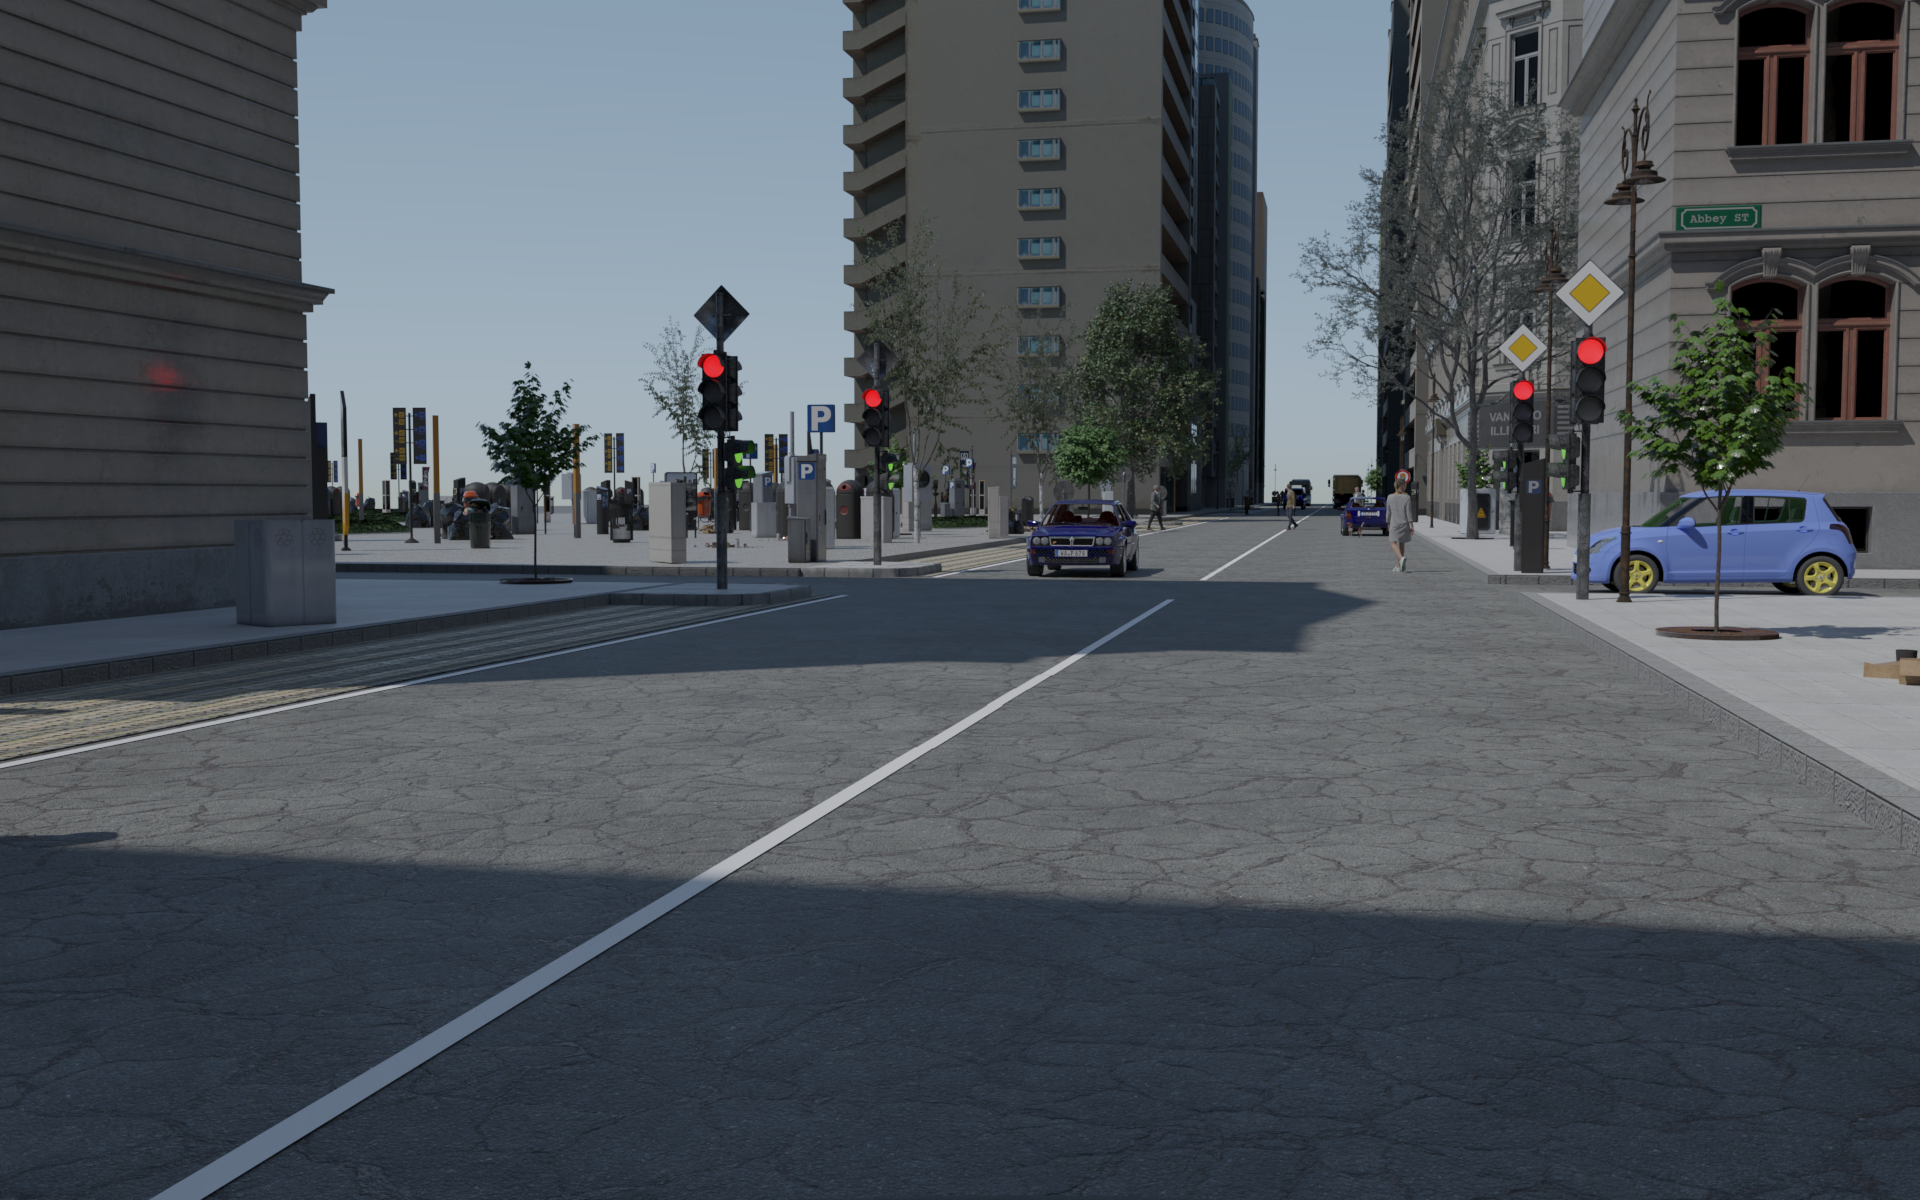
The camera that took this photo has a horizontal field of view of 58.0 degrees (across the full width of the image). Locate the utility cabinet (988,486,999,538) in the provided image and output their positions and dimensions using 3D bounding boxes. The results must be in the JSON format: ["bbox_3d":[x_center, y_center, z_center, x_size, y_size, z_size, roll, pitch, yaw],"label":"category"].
[{"bbox_3d":[0.965,-2.553,50.417,0.318,1.500,1.173,0,4,-1],"label":"utility cabinet"}]

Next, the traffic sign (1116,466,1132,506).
[{"bbox_3d":[7.505,-4.852,79.442,0.768,2.556,0.104,1,4,19],"label":"traffic sign"}]

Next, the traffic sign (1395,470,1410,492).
[{"bbox_3d":[23.080,-5.517,90.306,0.768,2.556,0.104,1,4,22],"label":"traffic sign"}]

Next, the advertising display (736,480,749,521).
[{"bbox_3d":[-10.367,-4.680,81.727,0.974,1.923,0.123,-3,5,-44],"label":"advertising display"}]

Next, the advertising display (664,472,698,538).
[{"bbox_3d":[-8.113,-2.763,50.387,0.974,1.923,0.123,-2,4,-27],"label":"advertising display"}]

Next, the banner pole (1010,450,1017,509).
[{"bbox_3d":[3.010,-6.623,98.297,0.401,3.779,0.863,-2,4,-28],"label":"banner pole"}]

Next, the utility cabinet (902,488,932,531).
[{"bbox_3d":[-1.450,-3.078,59.007,0.318,1.500,1.173,3,5,41],"label":"utility cabinet"}]

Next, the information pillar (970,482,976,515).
[{"bbox_3d":[0.754,-5.999,102.576,0.304,2.012,0.304,2,4,33],"label":"information pillar"}]

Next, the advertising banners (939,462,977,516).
[{"bbox_3d":[-0.112,-6.094,95.828,2.074,3.025,0.090,0,4,-7],"label":"advertising banners"}]

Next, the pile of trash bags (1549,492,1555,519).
[{"bbox_3d":[17.911,-2.430,49.478,1.912,1.369,3.447,-3,5,-42],"label":"pile of trash bags"}]

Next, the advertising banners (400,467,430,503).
[{"bbox_3d":[-34.654,-6.964,110.050,2.074,3.025,0.090,-3,4,-39],"label":"advertising banners"}]

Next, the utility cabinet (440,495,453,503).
[{"bbox_3d":[-22.690,-4.007,76.676,1.020,1.237,0.306,2,4,29],"label":"utility cabinet"}]

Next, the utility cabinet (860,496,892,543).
[{"bbox_3d":[-2.202,-2.113,45.704,0.306,1.237,1.020,-3,5,-40],"label":"utility cabinet"}]

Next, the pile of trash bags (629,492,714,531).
[{"bbox_3d":[-10.123,-3.175,61.659,1.912,1.369,3.447,2,4,35],"label":"pile of trash bags"}]

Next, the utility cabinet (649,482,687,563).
[{"bbox_3d":[-5.441,-1.443,32.268,0.318,1.500,1.173,-2,4,-30],"label":"utility cabinet"}]

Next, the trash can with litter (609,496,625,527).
[{"bbox_3d":[-13.688,-3.467,67.737,1.678,1.210,2.233,0,4,5],"label":"trash can with litter"}]

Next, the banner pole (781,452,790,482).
[{"bbox_3d":[-10.373,-6.951,103.658,0.863,3.779,0.401,1,4,17],"label":"banner pole"}]

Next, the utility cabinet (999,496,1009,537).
[{"bbox_3d":[1.189,-2.513,52.245,0.306,1.237,1.020,-1,4,-16],"label":"utility cabinet"}]

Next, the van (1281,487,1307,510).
[{"bbox_3d":[30.956,-9.530,160.203,2.240,2.365,5.245,1,4,14],"label":"van"}]

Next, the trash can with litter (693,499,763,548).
[{"bbox_3d":[-5.634,-1.898,42.086,1.678,1.210,2.233,0,4,-7],"label":"trash can with litter"}]

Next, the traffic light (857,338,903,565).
[{"bbox_3d":[-1.470,-2.580,31.110,0.839,4.253,0.868,1,4,12],"label":"traffic light"}]

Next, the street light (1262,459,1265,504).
[{"bbox_3d":[39.227,-15.350,223.765,0.468,5.910,1.993,1,4,12],"label":"street light"}]

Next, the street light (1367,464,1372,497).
[{"bbox_3d":[60.599,-17.397,257.225,0.468,5.910,1.993,1,4,12],"label":"street light"}]

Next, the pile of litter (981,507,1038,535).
[{"bbox_3d":[1.362,-2.532,55.357,1.719,0.858,1.176,-2,4,-32],"label":"pile of litter"}]

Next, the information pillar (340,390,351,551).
[{"bbox_3d":[-13.870,-2.917,39.044,0.183,3.616,0.504,-2,4,-26],"label":"information pillar"}]

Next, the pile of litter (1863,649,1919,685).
[{"bbox_3d":[6.869,0.144,11.613,1.176,0.858,1.719,0,4,-2],"label":"pile of litter"}]

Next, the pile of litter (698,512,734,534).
[{"bbox_3d":[-7.996,-2.593,56.354,1.176,0.858,1.719,2,4,30],"label":"pile of litter"}]

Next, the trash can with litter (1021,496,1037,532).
[{"bbox_3d":[1.945,-2.932,58.993,2.233,1.210,1.678,-3,5,-41],"label":"trash can with litter"}]

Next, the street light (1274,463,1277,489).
[{"bbox_3d":[47.295,-17.554,259.792,0.468,5.910,1.993,1,4,12],"label":"street light"}]

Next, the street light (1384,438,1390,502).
[{"bbox_3d":[34.500,-10.233,140.094,0.468,5.910,1.993,1,4,12],"label":"street light"}]

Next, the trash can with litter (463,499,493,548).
[{"bbox_3d":[-11.412,-1.814,41.043,0.624,1.170,1.055,-1,4,-11],"label":"trash can with litter"}]

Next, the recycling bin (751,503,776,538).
[{"bbox_3d":[-5.736,-2.356,51.079,0.722,1.027,0.722,-1,4,-17],"label":"recycling bin"}]

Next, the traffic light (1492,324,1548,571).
[{"bbox_3d":[9.283,-2.436,28.745,0.839,4.253,0.868,1,4,12],"label":"traffic light"}]

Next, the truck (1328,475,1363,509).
[{"bbox_3d":[38.042,-10.679,170.527,3.469,3.379,9.791,1,4,11],"label":"truck"}]

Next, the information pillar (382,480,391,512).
[{"bbox_3d":[-30.531,-5.363,92.176,0.304,2.012,0.304,2,4,35],"label":"information pillar"}]

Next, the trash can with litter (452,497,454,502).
[{"bbox_3d":[-26.196,-4.941,91.840,1.678,1.210,2.233,-1,4,-13],"label":"trash can with litter"}]

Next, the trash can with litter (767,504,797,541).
[{"bbox_3d":[-4.379,-2.221,47.369,1.678,1.210,2.233,-3,4,-37],"label":"trash can with litter"}]

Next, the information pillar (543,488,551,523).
[{"bbox_3d":[-18.632,-4.504,78.133,0.304,2.012,0.304,-1,4,-17],"label":"information pillar"}]

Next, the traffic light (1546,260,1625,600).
[{"bbox_3d":[7.551,-1.959,20.950,0.839,4.253,0.868,1,4,12],"label":"traffic light"}]

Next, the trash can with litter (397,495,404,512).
[{"bbox_3d":[-29.306,-4.822,89.905,1.678,1.210,2.233,1,4,11],"label":"trash can with litter"}]

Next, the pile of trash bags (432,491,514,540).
[{"bbox_3d":[-13.925,-2.441,49.660,1.912,1.369,3.447,-1,4,-21],"label":"pile of trash bags"}]

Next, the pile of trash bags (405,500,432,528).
[{"bbox_3d":[-19.704,-3.480,66.650,1.912,1.369,3.447,1,4,20],"label":"pile of trash bags"}]

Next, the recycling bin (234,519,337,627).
[{"bbox_3d":[-6.668,-0.279,17.122,0.722,1.027,0.722,3,5,43],"label":"recycling bin"}]

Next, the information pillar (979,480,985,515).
[{"bbox_3d":[1.189,-5.412,92.975,0.304,2.012,0.304,0,4,5],"label":"information pillar"}]

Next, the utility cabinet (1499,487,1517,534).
[{"bbox_3d":[17.409,-2.778,54.093,0.318,1.500,1.173,-2,4,-34],"label":"utility cabinet"}]

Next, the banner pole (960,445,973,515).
[{"bbox_3d":[0.383,-5.992,87.986,0.863,3.779,0.401,0,4,-5],"label":"banner pole"}]

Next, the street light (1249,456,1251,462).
[{"bbox_3d":[31.288,-13.144,187.691,0.468,5.910,1.993,1,4,12],"label":"street light"}]

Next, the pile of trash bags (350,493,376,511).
[{"bbox_3d":[-39.369,-6.357,113.689,1.912,1.369,3.447,-1,4,-17],"label":"pile of trash bags"}]

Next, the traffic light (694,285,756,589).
[{"bbox_3d":[-3.202,-2.104,23.314,0.839,4.253,0.868,1,4,12],"label":"traffic light"}]

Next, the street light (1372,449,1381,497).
[{"bbox_3d":[44.517,-12.973,184.900,0.468,5.910,1.993,1,4,12],"label":"street light"}]

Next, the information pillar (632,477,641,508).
[{"bbox_3d":[-13.746,-4.222,73.520,0.304,2.012,0.304,0,4,7],"label":"information pillar"}]
